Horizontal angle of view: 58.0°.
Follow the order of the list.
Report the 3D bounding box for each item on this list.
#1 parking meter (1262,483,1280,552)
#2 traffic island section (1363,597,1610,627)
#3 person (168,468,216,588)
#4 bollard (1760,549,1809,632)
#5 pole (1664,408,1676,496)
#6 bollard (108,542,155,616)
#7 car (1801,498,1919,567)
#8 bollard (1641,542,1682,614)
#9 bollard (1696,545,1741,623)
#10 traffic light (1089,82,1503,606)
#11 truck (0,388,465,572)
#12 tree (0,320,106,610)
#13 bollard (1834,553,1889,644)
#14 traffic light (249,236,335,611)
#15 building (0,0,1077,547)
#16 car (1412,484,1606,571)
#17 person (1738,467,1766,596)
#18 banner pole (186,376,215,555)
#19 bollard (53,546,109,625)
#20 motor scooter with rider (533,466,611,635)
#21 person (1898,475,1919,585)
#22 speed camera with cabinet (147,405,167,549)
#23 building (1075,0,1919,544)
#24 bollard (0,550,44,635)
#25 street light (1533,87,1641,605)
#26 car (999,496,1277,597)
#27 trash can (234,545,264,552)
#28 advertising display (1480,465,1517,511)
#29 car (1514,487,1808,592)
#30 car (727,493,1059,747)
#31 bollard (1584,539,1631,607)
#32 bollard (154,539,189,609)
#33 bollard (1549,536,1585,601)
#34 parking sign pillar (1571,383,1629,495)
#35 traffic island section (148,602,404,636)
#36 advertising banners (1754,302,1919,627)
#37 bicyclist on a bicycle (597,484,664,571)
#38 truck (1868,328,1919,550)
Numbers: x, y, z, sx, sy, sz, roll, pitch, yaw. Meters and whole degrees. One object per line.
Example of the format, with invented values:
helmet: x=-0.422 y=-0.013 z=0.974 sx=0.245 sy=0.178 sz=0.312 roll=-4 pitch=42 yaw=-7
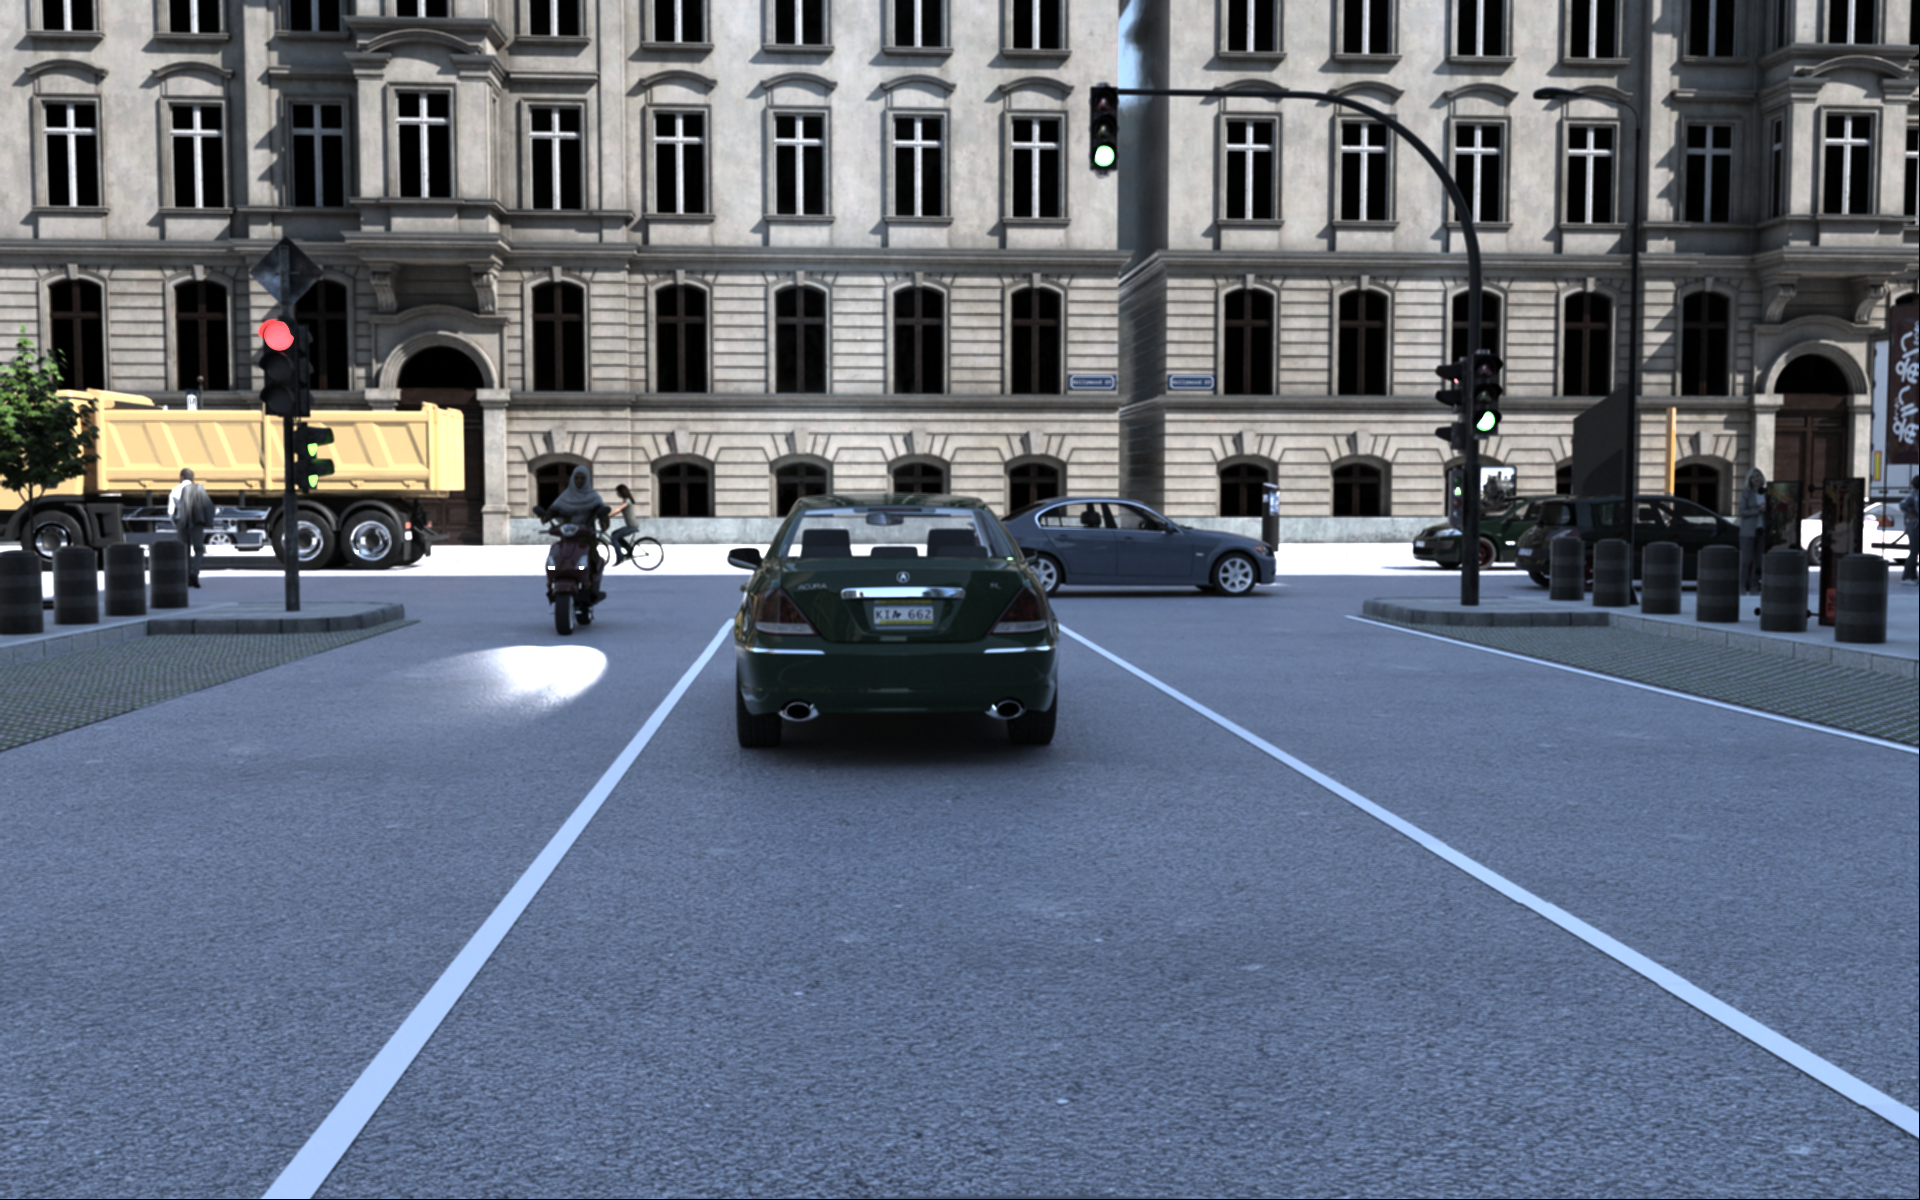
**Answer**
parking meter: x=6.893 y=-1.836 z=38.432 sx=0.372 sy=1.533 sz=0.369 roll=0 pitch=3 yaw=0
traffic island section: x=5.900 y=0.138 z=20.023 sx=2.009 sy=0.180 sz=2.903 roll=0 pitch=4 yaw=-4
person: x=-11.790 y=-1.101 z=26.603 sx=0.679 sy=1.850 sz=0.850 roll=-1 pitch=4 yaw=-19
bollard: x=7.731 y=-0.093 z=16.242 sx=0.404 sy=0.777 sz=0.398 roll=0 pitch=3 yaw=0
pole: x=16.770 y=-2.880 z=40.932 sx=0.158 sy=3.312 sz=0.155 roll=0 pitch=3 yaw=0
bollard: x=-8.857 y=-0.223 z=18.369 sx=0.404 sy=0.777 sz=0.398 roll=0 pitch=3 yaw=0
car: x=18.454 y=-1.396 z=35.180 sx=4.827 sy=1.381 sz=2.083 roll=0 pitch=4 yaw=-5
bollard: x=7.551 y=-0.240 z=18.638 sx=0.404 sy=0.777 sz=0.398 roll=0 pitch=3 yaw=0
bollard: x=7.638 y=-0.167 z=17.440 sx=0.404 sy=0.777 sz=0.398 roll=0 pitch=3 yaw=0
traffic light: x=3.780 y=-2.749 z=19.610 sx=4.771 sy=5.953 sz=1.251 roll=0 pitch=4 yaw=-4
truck: x=-14.716 y=-2.280 z=33.200 sx=9.791 sy=3.379 sz=3.469 roll=0 pitch=4 yaw=-5
tree: x=-10.559 y=-1.517 z=19.397 sx=1.663 sy=3.219 sz=1.824 roll=0 pitch=3 yaw=0
bollard: x=7.822 y=-0.019 z=15.026 sx=0.404 sy=0.777 sz=0.398 roll=0 pitch=3 yaw=0
traffic light: x=-7.314 y=-1.834 z=18.914 sx=0.839 sy=4.253 sz=0.868 roll=0 pitch=4 yaw=-4
building: x=-13.159 y=-13.970 z=47.492 sx=34.723 sy=24.649 sz=14.460 roll=0 pitch=4 yaw=-4
car: x=10.820 y=-1.426 z=33.098 sx=4.222 sy=1.686 sz=2.009 roll=0 pitch=4 yaw=-4
person: x=10.974 y=-0.924 z=23.792 sx=0.537 sy=1.800 sz=0.526 roll=1 pitch=4 yaw=12
banner pole: x=-16.104 y=-2.847 z=36.573 sx=0.401 sy=3.779 sz=0.863 roll=0 pitch=4 yaw=3
bollard: x=-8.767 y=-0.150 z=17.170 sx=0.404 sy=0.777 sz=0.398 roll=0 pitch=3 yaw=0
motor scooter with rider: x=-4.118 y=-0.575 z=18.374 sx=0.876 sy=1.779 sz=1.986 roll=0 pitch=4 yaw=-5
person: x=15.075 y=-1.108 z=27.346 sx=0.841 sy=1.734 sz=0.376 roll=-3 pitch=5 yaw=-44
speed camera with cabinet: x=-18.183 y=-2.750 z=39.301 sx=0.660 sy=3.252 sz=2.038 roll=-2 pitch=4 yaw=-23
building: x=21.691 y=-14.118 z=49.916 sx=34.723 sy=24.649 sz=14.460 roll=0 pitch=4 yaw=-4
bollard: x=-8.679 y=-0.076 z=15.960 sx=0.404 sy=0.777 sz=0.398 roll=0 pitch=3 yaw=0
street light: x=7.243 y=-2.902 z=19.996 sx=1.470 sy=5.913 sz=1.316 roll=0 pitch=4 yaw=-4
car: x=2.271 y=-0.780 z=24.749 sx=4.499 sy=1.417 sz=2.014 roll=0 pitch=4 yaw=-5
trash can: x=-15.871 y=-1.649 z=38.622 sx=0.748 sy=1.137 sz=0.748 roll=0 pitch=3 yaw=0
advertising display: x=11.993 y=-2.064 z=38.953 sx=0.974 sy=1.923 sz=0.123 roll=1 pitch=4 yaw=8
car: x=10.544 y=-1.001 z=26.147 sx=4.222 sy=1.686 sz=2.009 roll=0 pitch=4 yaw=-3
car: x=-0.473 y=0.032 z=11.281 sx=2.131 sy=1.459 sz=4.920 roll=0 pitch=4 yaw=-4
bollard: x=7.463 y=-0.313 z=19.837 sx=0.404 sy=0.777 sz=0.398 roll=0 pitch=3 yaw=0
bollard: x=-8.945 y=-0.297 z=19.574 sx=0.404 sy=0.777 sz=0.398 roll=0 pitch=3 yaw=0
bollard: x=7.377 y=-0.386 z=21.035 sx=0.404 sy=0.777 sz=0.398 roll=0 pitch=3 yaw=0
parking sign pillar: x=15.469 y=-3.263 z=41.822 sx=1.447 sy=3.967 sz=1.447 roll=1 pitch=4 yaw=16
traffic island section: x=-7.355 y=0.198 z=19.045 sx=2.009 sy=0.180 sz=2.903 roll=0 pitch=4 yaw=-4
advertising banners: x=8.476 y=-1.251 z=16.647 sx=0.090 sy=3.025 sz=2.074 roll=-1 pitch=4 yaw=-18
bicyclist on a bicycle: x=-6.340 y=-1.361 z=32.281 sx=1.625 sy=1.676 sz=1.499 roll=0 pitch=4 yaw=-5
truck: x=21.219 y=-2.438 z=28.773 sx=11.283 sy=4.237 sz=2.839 roll=0 pitch=4 yaw=-3
